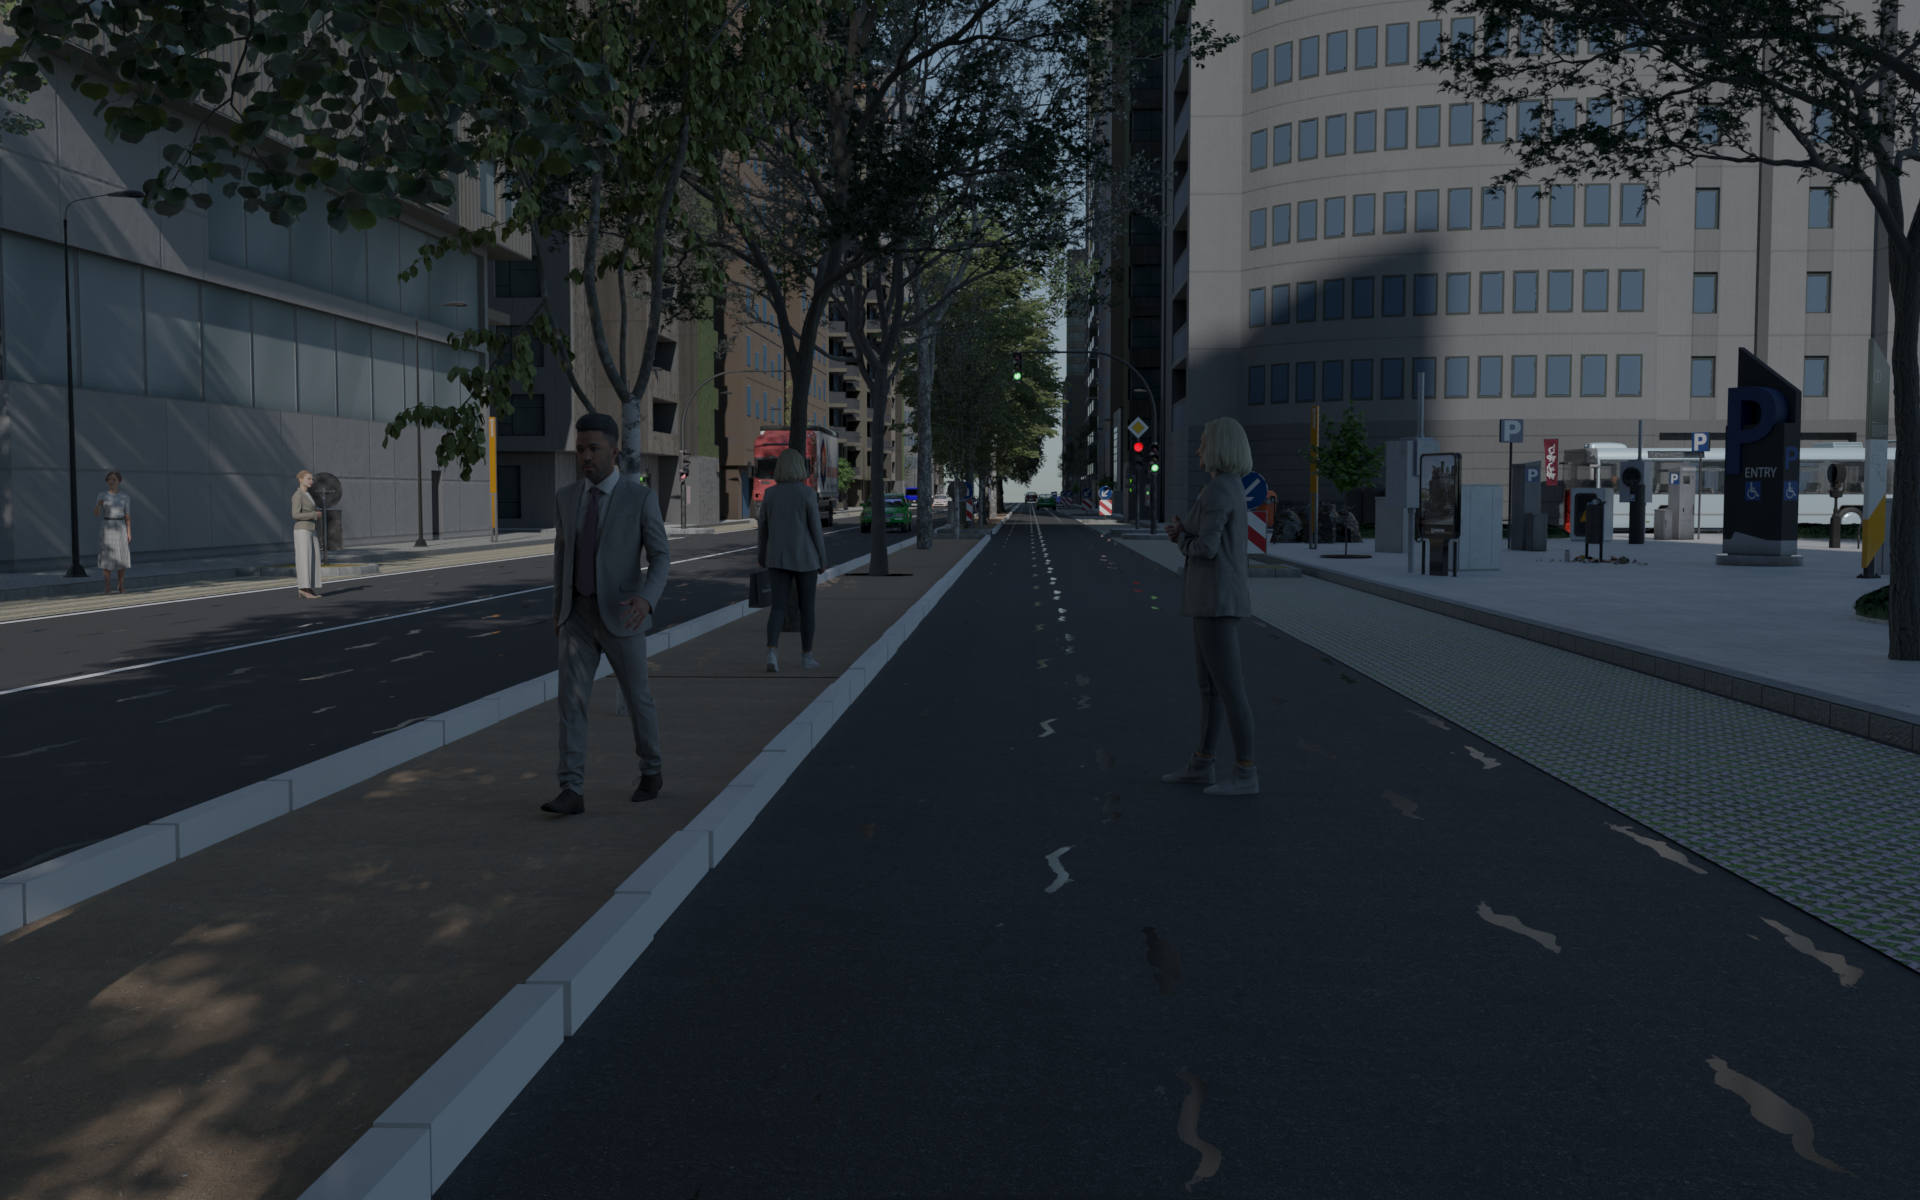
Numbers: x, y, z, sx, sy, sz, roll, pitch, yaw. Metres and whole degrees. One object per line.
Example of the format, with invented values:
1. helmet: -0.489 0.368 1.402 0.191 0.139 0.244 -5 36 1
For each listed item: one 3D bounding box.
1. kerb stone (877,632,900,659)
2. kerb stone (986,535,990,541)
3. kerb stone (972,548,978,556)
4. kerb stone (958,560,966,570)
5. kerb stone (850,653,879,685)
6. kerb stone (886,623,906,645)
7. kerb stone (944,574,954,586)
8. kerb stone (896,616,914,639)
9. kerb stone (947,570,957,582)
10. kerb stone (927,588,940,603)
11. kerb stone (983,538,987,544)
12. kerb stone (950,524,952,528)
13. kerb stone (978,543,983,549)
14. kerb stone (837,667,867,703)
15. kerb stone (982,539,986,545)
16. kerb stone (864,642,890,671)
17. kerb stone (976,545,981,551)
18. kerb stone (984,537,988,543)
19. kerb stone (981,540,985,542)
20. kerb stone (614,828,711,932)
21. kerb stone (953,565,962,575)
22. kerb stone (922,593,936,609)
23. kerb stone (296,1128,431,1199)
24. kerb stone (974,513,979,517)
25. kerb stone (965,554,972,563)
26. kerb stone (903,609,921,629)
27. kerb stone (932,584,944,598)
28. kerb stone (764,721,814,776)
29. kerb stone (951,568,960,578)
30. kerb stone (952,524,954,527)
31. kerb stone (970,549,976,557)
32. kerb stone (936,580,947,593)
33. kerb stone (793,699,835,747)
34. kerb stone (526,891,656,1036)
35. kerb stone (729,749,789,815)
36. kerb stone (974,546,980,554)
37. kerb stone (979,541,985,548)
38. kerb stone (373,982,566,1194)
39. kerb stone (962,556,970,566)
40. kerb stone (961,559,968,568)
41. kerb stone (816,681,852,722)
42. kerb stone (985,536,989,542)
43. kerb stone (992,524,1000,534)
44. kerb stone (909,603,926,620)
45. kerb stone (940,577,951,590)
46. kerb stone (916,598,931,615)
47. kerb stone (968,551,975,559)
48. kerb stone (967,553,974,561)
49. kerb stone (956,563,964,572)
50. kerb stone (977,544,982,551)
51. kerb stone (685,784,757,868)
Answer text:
1. kerb stone: -0.654 0.422 15.332 0.120 0.150 1.000 0 4 2
2. kerb stone: 0.724 -1.712 50.188 0.120 0.150 1.000 0 4 2
3. kerb stone: 0.281 -1.022 38.912 0.120 0.150 1.000 0 4 2
4. kerb stone: -0.010 -0.584 31.747 0.120 0.150 1.000 0 4 2
5. kerb stone: -0.741 0.545 13.287 0.120 0.150 1.000 0 4 2
6. kerb stone: -0.626 0.357 16.361 0.120 0.150 1.000 0 4 2
7. kerb stone: -0.210 -0.263 26.619 0.120 0.150 1.000 0 4 2
8. kerb stone: -0.578 0.294 17.387 0.120 0.150 1.000 0 4 2
9. kerb stone: -0.169 -0.333 27.652 0.120 0.150 1.000 0 4 2
10. kerb stone: -0.374 -0.020 22.525 0.120 0.150 1.000 0 4 2
11. kerb stone: 0.601 -1.523 47.115 0.120 0.150 1.000 0 4 2
12. kerb stone: -0.534 -3.003 71.300 0.120 0.150 1.000 0 4 2
13. kerb stone: 0.444 -1.274 43.020 0.120 0.150 1.000 0 4 2
14. kerb stone: -0.784 0.616 12.258 0.120 0.150 1.000 0 4 2
15. kerb stone: 0.560 -1.461 46.085 0.120 0.150 1.000 0 4 2
16. kerb stone: -0.702 0.482 14.310 0.120 0.150 1.000 0 4 2
17. kerb stone: 0.356 -1.148 40.969 0.120 0.150 1.000 0 4 2
18. kerb stone: 0.645 -1.587 48.137 0.120 0.150 1.000 0 4 2
19. kerb stone: 0.523 -1.399 45.063 0.120 0.150 1.000 0 4 2
20. kerb stone: -1.037 0.985 6.096 0.120 0.150 1.000 0 4 2
21. kerb stone: -0.091 -0.455 29.703 0.120 0.150 1.000 0 4 2
22. kerb stone: -0.414 0.043 21.499 0.120 0.150 1.000 0 4 2
23. kerb stone: -1.154 1.175 3.014 0.120 0.150 1.000 0 4 2
24. kerb stone: 1.172 -5.631 114.328 0.120 0.150 1.000 0 4 2
25. kerb stone: 0.116 -0.772 34.818 0.120 0.150 1.000 0 4 2
26. kerb stone: -0.538 0.234 18.412 0.120 0.150 1.000 0 4 2
27. kerb stone: -0.342 -0.079 23.552 0.120 0.150 1.000 0 4 2
28. kerb stone: -0.912 0.795 9.190 0.120 0.150 1.000 0 4 2
29. kerb stone: -0.130 -0.393 28.682 0.120 0.150 1.000 0 4 2
30. kerb stone: -0.457 -3.128 73.343 0.120 0.150 1.000 0 4 2
31. kerb stone: 0.230 -0.960 37.891 0.120 0.150 1.000 0 4 2
32. kerb stone: -0.300 -0.143 24.573 0.120 0.150 1.000 0 4 2
33. kerb stone: -0.869 0.734 10.212 0.120 0.150 1.000 0 4 2
34. kerb stone: -1.067 1.050 5.075 0.120 0.150 1.000 0 4 2
35. kerb stone: -0.949 0.864 8.159 0.120 0.150 1.000 0 4 2
36. kerb stone: 0.318 -1.085 39.943 0.120 0.150 1.000 0 4 2
37. kerb stone: 0.493 -1.336 44.041 0.120 0.150 1.000 0 4 2
38. kerb stone: -1.118 1.111 4.035 0.120 0.150 1.000 0 4 2
39. kerb stone: 0.073 -0.710 33.797 0.120 0.150 1.000 0 4 2
40. kerb stone: 0.024 -0.641 32.770 0.120 0.150 1.000 0 4 2
41. kerb stone: -0.828 0.671 11.236 0.120 0.150 1.000 0 4 2
42. kerb stone: 0.686 -1.650 49.166 0.120 0.150 1.000 0 4 2
43. kerb stone: 1.400 -2.747 67.101 0.120 0.150 1.000 0 4 2
44. kerb stone: -0.505 0.169 19.433 0.120 0.150 1.000 0 4 2
45. kerb stone: -0.260 -0.208 25.597 0.120 0.150 1.000 0 4 2
46. kerb stone: -0.459 0.109 20.469 0.120 0.150 1.000 0 4 2
47. kerb stone: 0.195 -0.897 36.869 0.120 0.150 1.000 0 4 2
48. kerb stone: 0.154 -0.835 35.845 0.120 0.150 1.000 0 4 2
49. kerb stone: -0.050 -0.515 30.725 0.120 0.150 1.000 0 4 2
50. kerb stone: 0.402 -1.210 41.999 0.120 0.150 1.000 0 4 2
51. kerb stone: -0.983 0.926 7.126 0.120 0.150 1.000 0 4 2
